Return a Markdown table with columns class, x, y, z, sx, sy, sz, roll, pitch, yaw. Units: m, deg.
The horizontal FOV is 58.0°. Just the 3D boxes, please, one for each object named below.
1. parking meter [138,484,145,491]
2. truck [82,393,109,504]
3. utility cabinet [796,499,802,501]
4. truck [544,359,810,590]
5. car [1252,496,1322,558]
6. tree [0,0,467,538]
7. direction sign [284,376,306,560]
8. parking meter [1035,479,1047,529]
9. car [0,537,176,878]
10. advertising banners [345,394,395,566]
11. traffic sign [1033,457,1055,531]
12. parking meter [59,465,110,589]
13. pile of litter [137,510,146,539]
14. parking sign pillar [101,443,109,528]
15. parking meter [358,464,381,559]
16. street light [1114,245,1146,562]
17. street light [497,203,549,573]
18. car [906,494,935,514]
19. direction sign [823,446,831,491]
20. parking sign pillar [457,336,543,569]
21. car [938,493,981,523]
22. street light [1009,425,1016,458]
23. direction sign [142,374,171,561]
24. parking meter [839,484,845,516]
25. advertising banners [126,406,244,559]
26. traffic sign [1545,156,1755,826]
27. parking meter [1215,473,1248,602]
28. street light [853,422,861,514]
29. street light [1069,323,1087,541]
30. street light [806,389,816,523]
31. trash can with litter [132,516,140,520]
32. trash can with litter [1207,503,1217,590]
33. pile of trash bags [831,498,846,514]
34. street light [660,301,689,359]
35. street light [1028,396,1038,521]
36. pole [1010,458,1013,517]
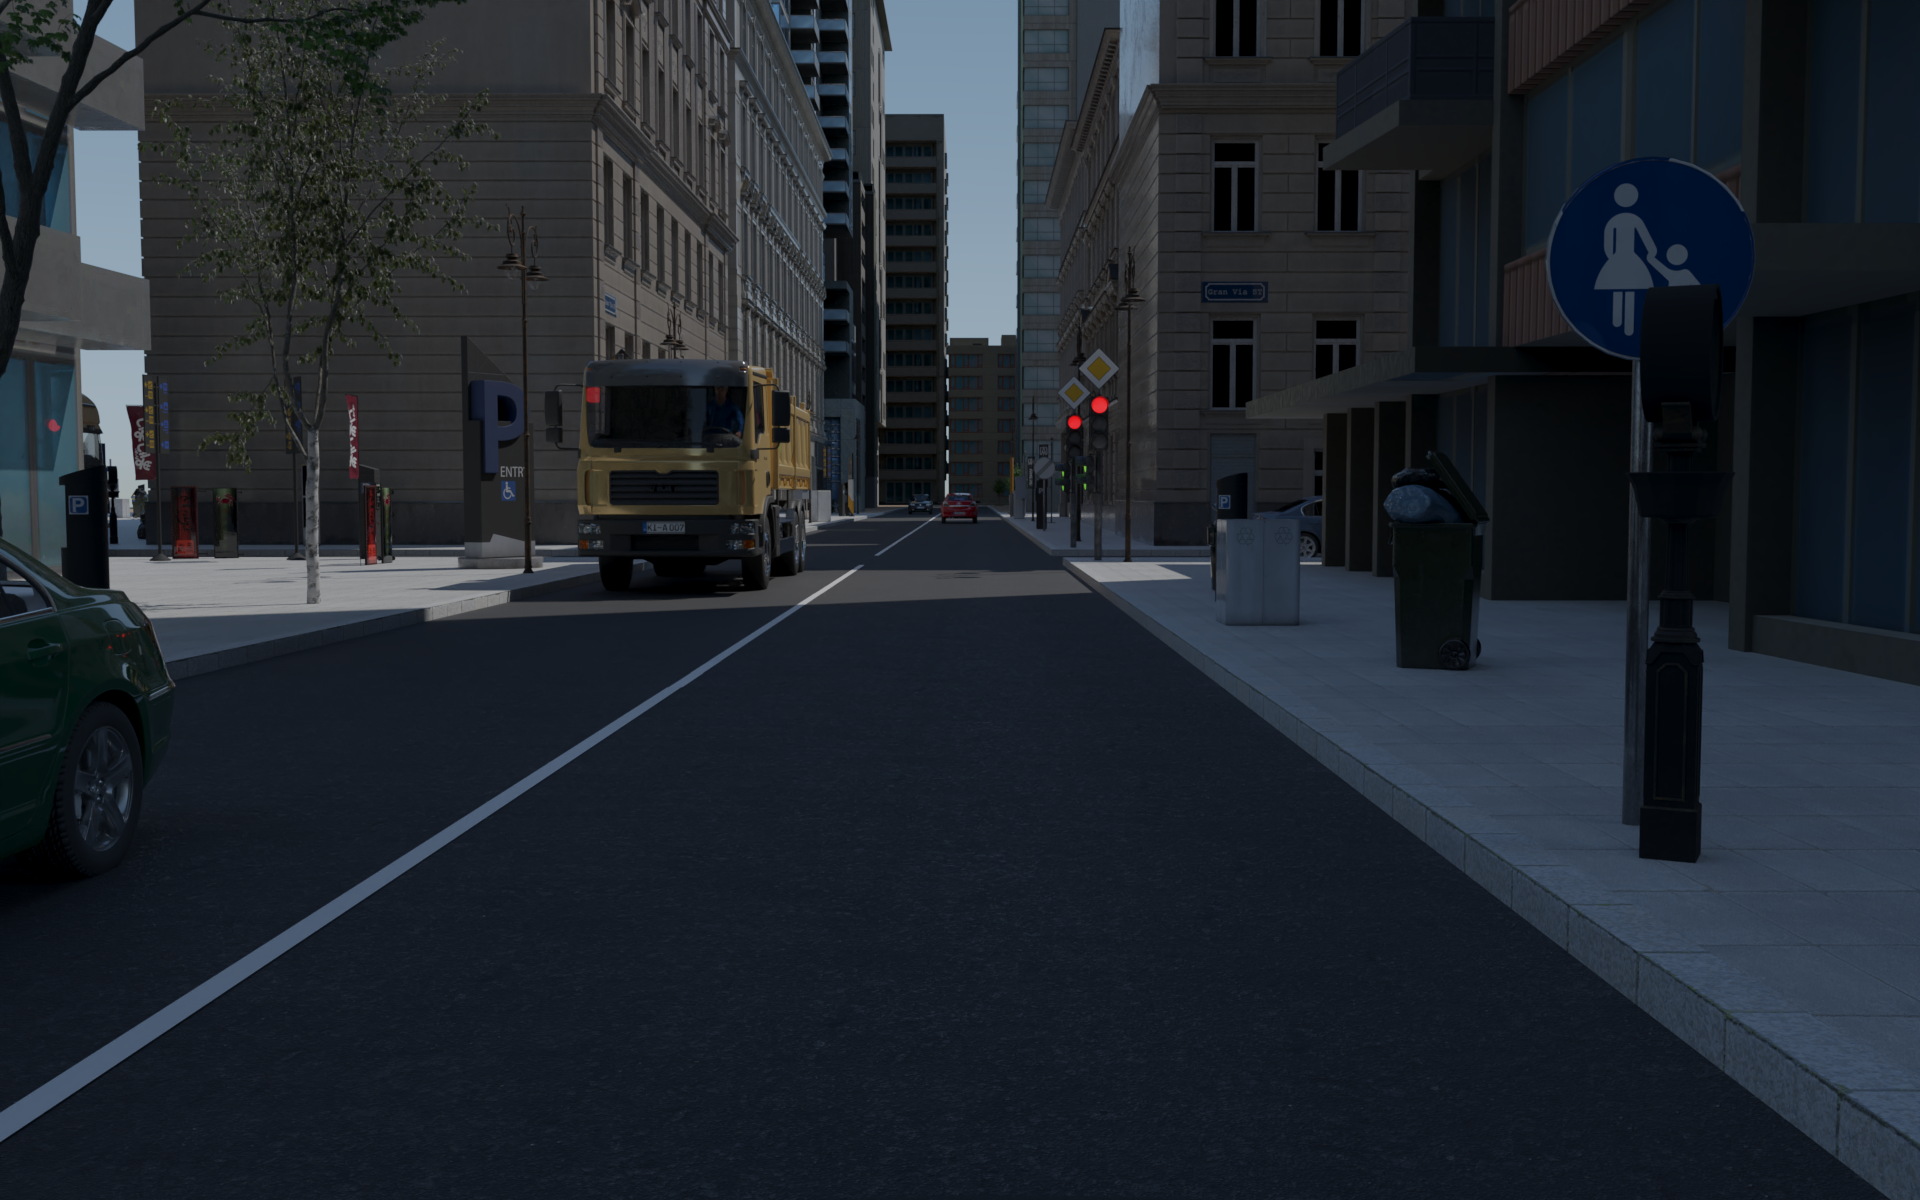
| class | x | y | z | sx | sy | sz | roll | pitch | yaw |
| --- | --- | --- | --- | --- | --- | --- | --- | --- | --- |
| parking meter | -47.174 | -5.754 | 99.791 | 0.399 | 1.863 | 0.255 | -1 | 4 | -21 |
| truck | -24.211 | -3.010 | 38.123 | 11.283 | 4.237 | 2.839 | 0 | 3 | 0 |
| utility cabinet | -7.536 | -4.294 | 81.375 | 0.306 | 1.237 | 1.020 | 0 | 4 | -1 |
| truck | -4.113 | -1.966 | 28.075 | 3.469 | 3.379 | 9.791 | 0 | 3 | 0 |
| car | 8.475 | -1.540 | 37.182 | 4.499 | 1.417 | 2.014 | 0 | 4 | 0 |
| tree | -7.702 | -5.376 | 13.651 | 9.928 | 11.665 | 9.643 | 0 | 3 | 0 |
| direction sign | -12.938 | -2.550 | 33.686 | 0.379 | 3.537 | 0.876 | -3 | 5 | -40 |
| parking meter | 2.962 | -3.516 | 63.199 | 0.399 | 1.863 | 0.255 | 1 | 4 | 15 |
| car | -4.101 | 0.406 | 5.165 | 2.131 | 1.459 | 4.920 | 0 | 4 | -1 |
| advertising banners | -10.665 | -2.148 | 31.311 | 0.090 | 3.025 | 2.074 | 0 | 4 | 3 |
| traffic sign | 2.920 | -3.657 | 59.900 | 0.768 | 2.556 | 0.104 | 0 | 4 | 4 |
| parking meter | -7.596 | -0.405 | 15.038 | 0.372 | 1.533 | 0.369 | 0 | 3 | 0 |
| pile of litter | -23.028 | -2.186 | 49.707 | 1.176 | 0.858 | 1.719 | 0 | 4 | -3 |
| parking sign pillar | -33.104 | -4.754 | 66.200 | 1.447 | 3.967 | 1.447 | 3 | 5 | 45 |
| parking meter | -11.649 | -1.743 | 34.211 | 0.399 | 1.863 | 0.255 | 0 | 4 | 6 |
| street light | 3.163 | -3.649 | 32.446 | 0.468 | 5.910 | 1.993 | 0 | 4 | 0 |
| street light | -6.999 | -3.371 | 27.901 | 0.468 | 5.910 | 1.993 | 0 | 4 | 0 |
| car | -2.811 | -6.958 | 123.547 | 2.009 | 1.686 | 4.222 | 0 | 4 | -1 |
| direction sign | -6.350 | -5.537 | 82.525 | 0.379 | 3.537 | 0.876 | 1 | 4 | 20 |
| parking sign pillar | -8.010 | -2.545 | 30.091 | 1.447 | 3.967 | 1.447 | 2 | 4 | 30 |
| car | -0.038 | -4.709 | 86.040 | 2.155 | 1.783 | 4.494 | 0 | 4 | 0 |
| street light | 3.534 | -8.772 | 116.203 | 0.468 | 5.910 | 1.993 | 0 | 4 | 0 |
| direction sign | -15.385 | -2.521 | 33.210 | 0.379 | 3.537 | 0.876 | 0 | 4 | 4 |
| parking meter | -6.804 | -5.750 | 99.724 | 0.255 | 1.863 | 0.399 | 1 | 4 | 20 |
| advertising banners | -15.329 | -2.329 | 34.266 | 2.074 | 3.025 | 0.090 | -1 | 4 | -16 |
| traffic sign | 2.618 | -0.401 | 6.659 | 0.768 | 2.556 | 0.104 | 0 | 4 | 5 |
| parking meter | 3.230 | -0.746 | 20.611 | 0.372 | 1.533 | 0.369 | 0 | 3 | 0 |
| street light | -6.571 | -8.470 | 111.280 | 0.468 | 5.910 | 1.993 | 0 | 4 | 0 |
| street light | 3.216 | -4.531 | 46.862 | 0.468 | 5.910 | 1.993 | 0 | 4 | 0 |
| street light | -6.631 | -6.339 | 76.426 | 0.468 | 5.910 | 1.993 | 0 | 4 | 0 |
| trash can with litter | -43.041 | -4.938 | 91.786 | 2.233 | 1.210 | 1.678 | -3 | 5 | -45 |
| trash can with litter | 3.808 | -0.706 | 22.935 | 1.055 | 1.170 | 0.624 | 1 | 4 | 21 |
| pile of trash bags | -9.021 | -6.434 | 114.950 | 3.447 | 1.369 | 1.912 | 3 | 5 | 41 |
| street light | -6.851 | -4.215 | 41.703 | 0.468 | 5.910 | 1.993 | 0 | 4 | 0 |
| street light | 3.442 | -6.651 | 81.532 | 0.468 | 5.910 | 1.993 | 0 | 4 | 0 |
| pole | 2.889 | -6.294 | 96.744 | 0.158 | 3.312 | 0.155 | 0 | 3 | 0 |
